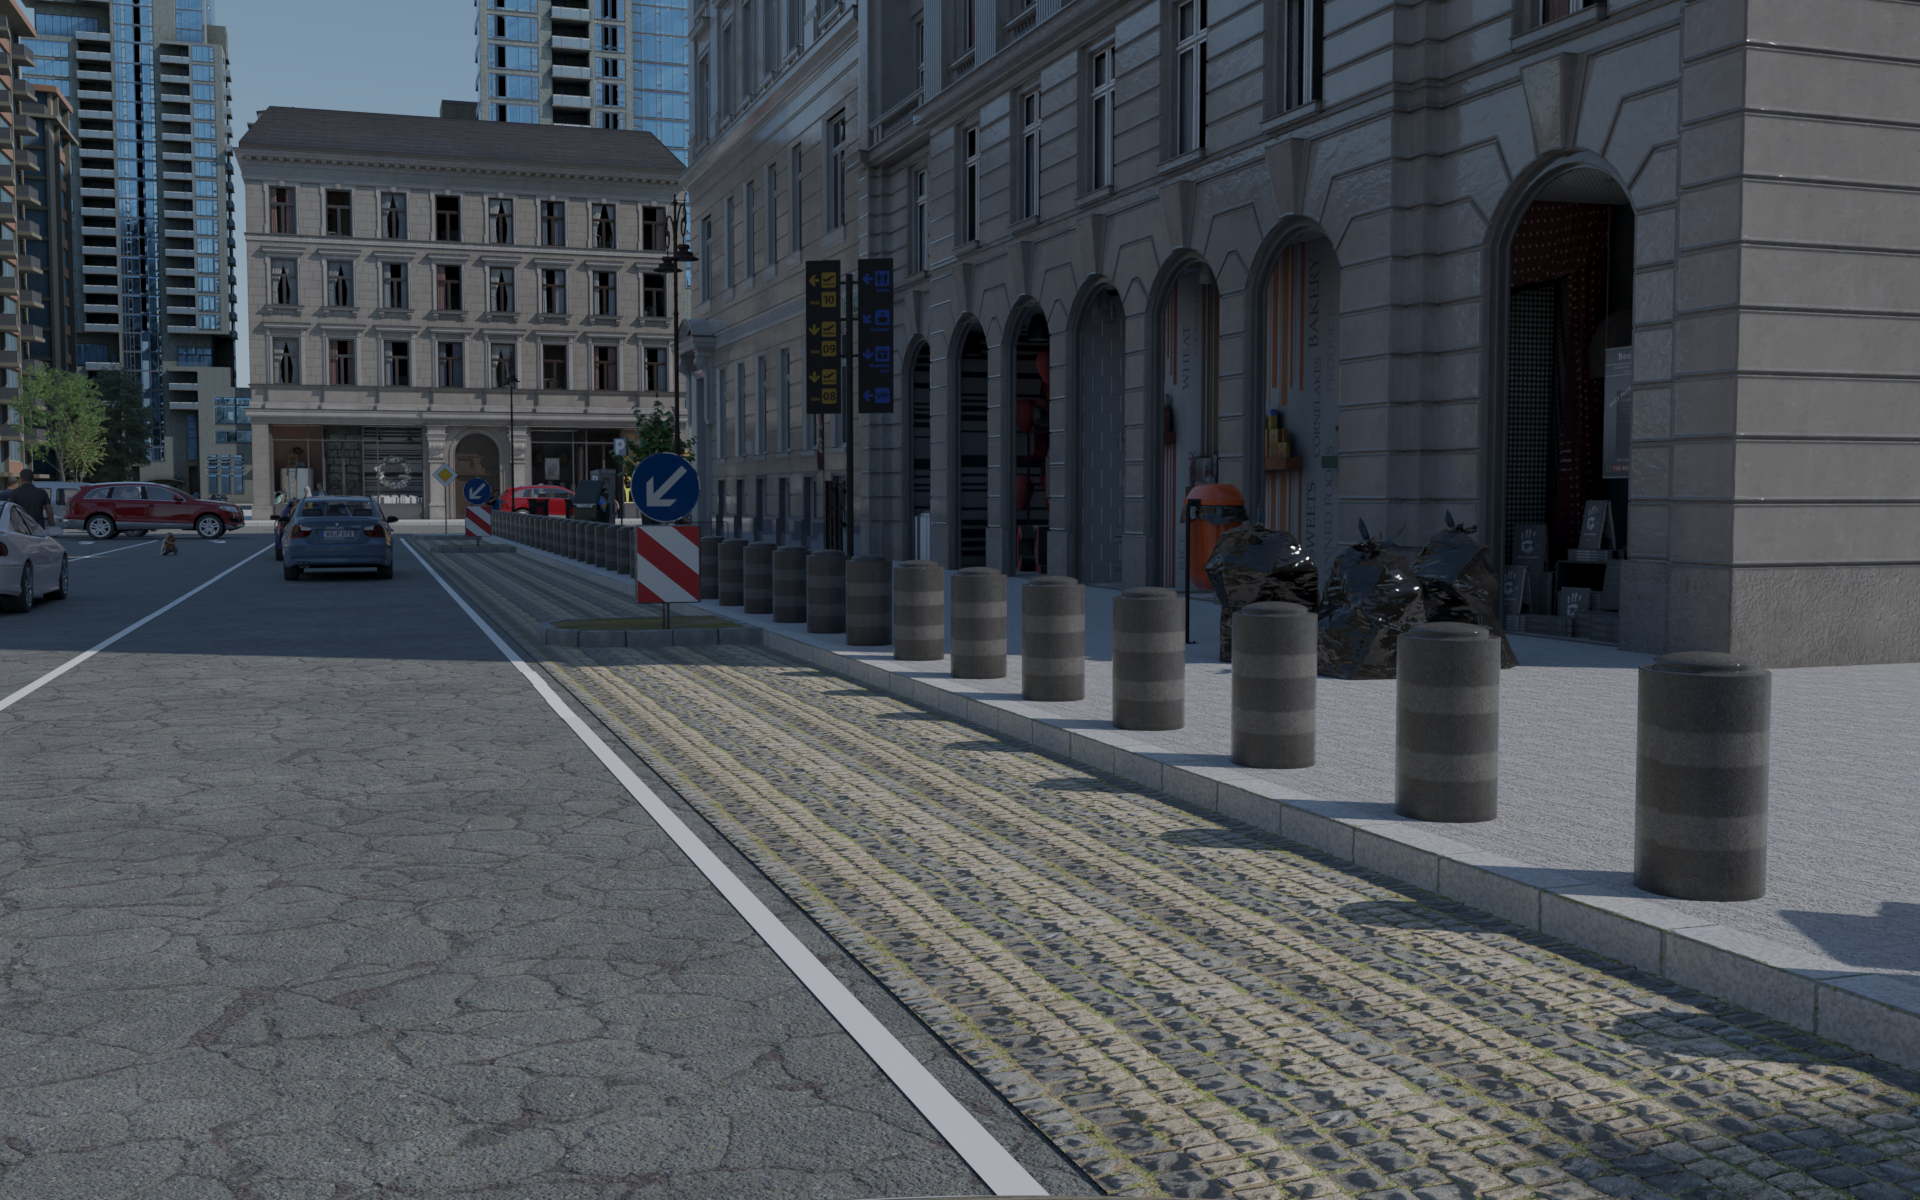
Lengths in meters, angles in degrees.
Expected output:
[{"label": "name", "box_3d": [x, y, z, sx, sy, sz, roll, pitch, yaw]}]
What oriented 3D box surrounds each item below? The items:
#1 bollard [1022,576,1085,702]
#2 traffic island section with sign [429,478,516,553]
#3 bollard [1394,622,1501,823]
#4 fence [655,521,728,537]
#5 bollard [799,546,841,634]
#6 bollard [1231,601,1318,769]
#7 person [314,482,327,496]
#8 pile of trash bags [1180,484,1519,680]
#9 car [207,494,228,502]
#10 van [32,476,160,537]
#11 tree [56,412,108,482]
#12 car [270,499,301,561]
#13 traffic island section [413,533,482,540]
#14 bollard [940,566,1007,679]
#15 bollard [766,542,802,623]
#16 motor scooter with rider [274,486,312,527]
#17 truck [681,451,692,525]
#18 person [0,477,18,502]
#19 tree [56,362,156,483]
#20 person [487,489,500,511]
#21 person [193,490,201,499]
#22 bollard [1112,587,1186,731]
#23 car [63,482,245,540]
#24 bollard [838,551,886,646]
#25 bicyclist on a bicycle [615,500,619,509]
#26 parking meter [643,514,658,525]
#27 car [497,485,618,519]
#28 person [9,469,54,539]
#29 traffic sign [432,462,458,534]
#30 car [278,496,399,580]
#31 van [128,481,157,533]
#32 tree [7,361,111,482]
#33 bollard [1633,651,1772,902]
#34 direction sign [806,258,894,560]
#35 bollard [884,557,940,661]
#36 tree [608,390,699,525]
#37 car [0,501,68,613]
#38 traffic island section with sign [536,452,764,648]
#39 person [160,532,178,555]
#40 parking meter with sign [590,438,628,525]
[{"label": "bollard", "box_3d": [0.585, 0.236, 10.859, 0.404, 0.777, 0.398, 0, 3, 0]}, {"label": "traffic island section with sign", "box_3d": [-12.083, -2.091, 42.814, 1.989, 1.847, 2.006, -1, 4, -19]}, {"label": "bollard", "box_3d": [1.948, 0.477, 6.922, 0.404, 0.777, 0.398, 0, 3, 0]}, {"label": "fence", "box_3d": [-5.801, -1.355, 37.530, 0.278, 0.683, 2.069, 3, 5, 43]}, {"label": "bollard", "box_3d": [-1.222, -0.082, 16.064, 0.404, 0.777, 0.398, 0, 3, 0]}, {"label": "bollard", "box_3d": [1.494, 0.396, 8.242, 0.404, 0.777, 0.398, 0, 3, 0]}, {"label": "person", "box_3d": [-21.041, -2.964, 56.987, 0.581, 1.822, 0.654, -1, 4, -21]}, {"label": "pile of trash bags", "box_3d": [2.756, -0.241, 13.701, 1.912, 1.369, 3.447, -2, 4, -25]}, {"label": "car", "box_3d": [-77.085, -10.411, 180.007, 2.009, 1.686, 4.222, -1, 4, -19]}, {"label": "van", "box_3d": [-28.897, -3.102, 57.733, 4.112, 2.044, 2.013, -1, 4, -18]}, {"label": "tree", "box_3d": [-74.520, -12.008, 146.694, 4.737, 8.622, 4.395, 0, 3, 0]}, {"label": "car", "box_3d": [-14.408, -1.602, 38.780, 1.945, 1.354, 3.894, -1, 4, -21]}, {"label": "traffic island section", "box_3d": [-16.311, -2.005, 55.057, 2.009, 0.180, 2.903, -1, 4, -19]}, {"label": "bollard", "box_3d": [0.131, 0.157, 12.158, 0.404, 0.777, 0.398, 0, 3, 0]}, {"label": "bollard", "box_3d": [-1.677, -0.162, 17.373, 0.404, 0.777, 0.398, 0, 3, 0]}, {"label": "motor scooter with rider", "box_3d": [-26.283, -3.673, 69.018, 1.986, 1.779, 0.876, -1, 4, -19]}, {"label": "truck", "box_3d": [-9.778, -4.904, 76.108, 9.791, 3.379, 3.469, -1, 4, -17]}, {"label": "person", "box_3d": [-19.516, -1.634, 35.568, 0.623, 1.781, 0.721, -2, 4, -25]}, {"label": "tree", "box_3d": [-82.652, -15.972, 167.803, 9.857, 13.997, 8.962, 0, 3, 0]}, {"label": "person", "box_3d": [-16.013, -3.024, 59.819, 0.662, 1.594, 0.647, 0, 4, 1]}, {"label": "person", "box_3d": [-71.331, -9.370, 161.692, 0.705, 1.826, 1.348, 1, 4, 23]}, {"label": "bollard", "box_3d": [1.039, 0.317, 9.542, 0.404, 0.777, 0.398, 0, 3, 0]}, {"label": "car", "box_3d": [-25.781, -2.865, 55.513, 5.304, 1.827, 2.281, -1, 4, -19]}, {"label": "bollard", "box_3d": [-0.773, -0.003, 14.764, 0.404, 0.777, 0.398, 0, 3, 0]}, {"label": "bicyclist on a bicycle", "box_3d": [-12.859, -3.269, 63.469, 1.499, 1.676, 1.625, -1, 4, -18]}, {"label": "parking meter", "box_3d": [-8.104, -2.422, 45.312, 0.255, 1.863, 0.399, 1, 4, 16]}, {"label": "car", "box_3d": [-17.617, -4.085, 75.460, 5.304, 1.827, 2.281, -1, 4, -19]}, {"label": "person", "box_3d": [-13.753, -1.042, 25.664, 0.598, 1.807, 0.434, -2, 4, -24]}, {"label": "traffic sign", "box_3d": [-16.331, -3.139, 54.973, 0.795, 2.450, 0.064, -1, 4, -19]}, {"label": "car", "box_3d": [-10.832, -1.114, 30.212, 2.014, 1.417, 4.499, -1, 4, -19]}, {"label": "van", "box_3d": [-31.146, -3.542, 64.918, 2.013, 2.044, 4.112, -1, 4, -19]}, {"label": "tree", "box_3d": [-70.754, -12.872, 136.209, 9.928, 11.665, 9.643, 0, 3, 0]}, {"label": "bollard", "box_3d": [2.405, 0.556, 5.618, 0.404, 0.777, 0.398, 0, 3, 0]}, {"label": "direction sign", "box_3d": [-1.069, -1.518, 16.809, 0.876, 3.537, 0.379, 1, 4, 14]}, {"label": "bollard", "box_3d": [-0.321, 0.077, 13.464, 0.404, 0.777, 0.398, 0, 3, 0]}, {"label": "tree", "box_3d": [-5.763, -2.315, 32.452, 1.663, 3.219, 1.824, 0, 3, 0]}, {"label": "car", "box_3d": [-12.567, -0.583, 21.888, 2.083, 1.381, 4.827, -1, 4, -19]}, {"label": "traffic island section with sign", "box_3d": [-3.121, -0.515, 17.045, 1.989, 1.847, 2.006, -1, 4, -19]}, {"label": "person", "box_3d": [-18.461, -1.311, 40.409, 0.357, 0.543, 0.381, 0, 4, -7]}, {"label": "parking meter with sign", "box_3d": [-11.058, -3.501, 53.510, 0.543, 3.016, 1.738, 2, 4, 34]}]
